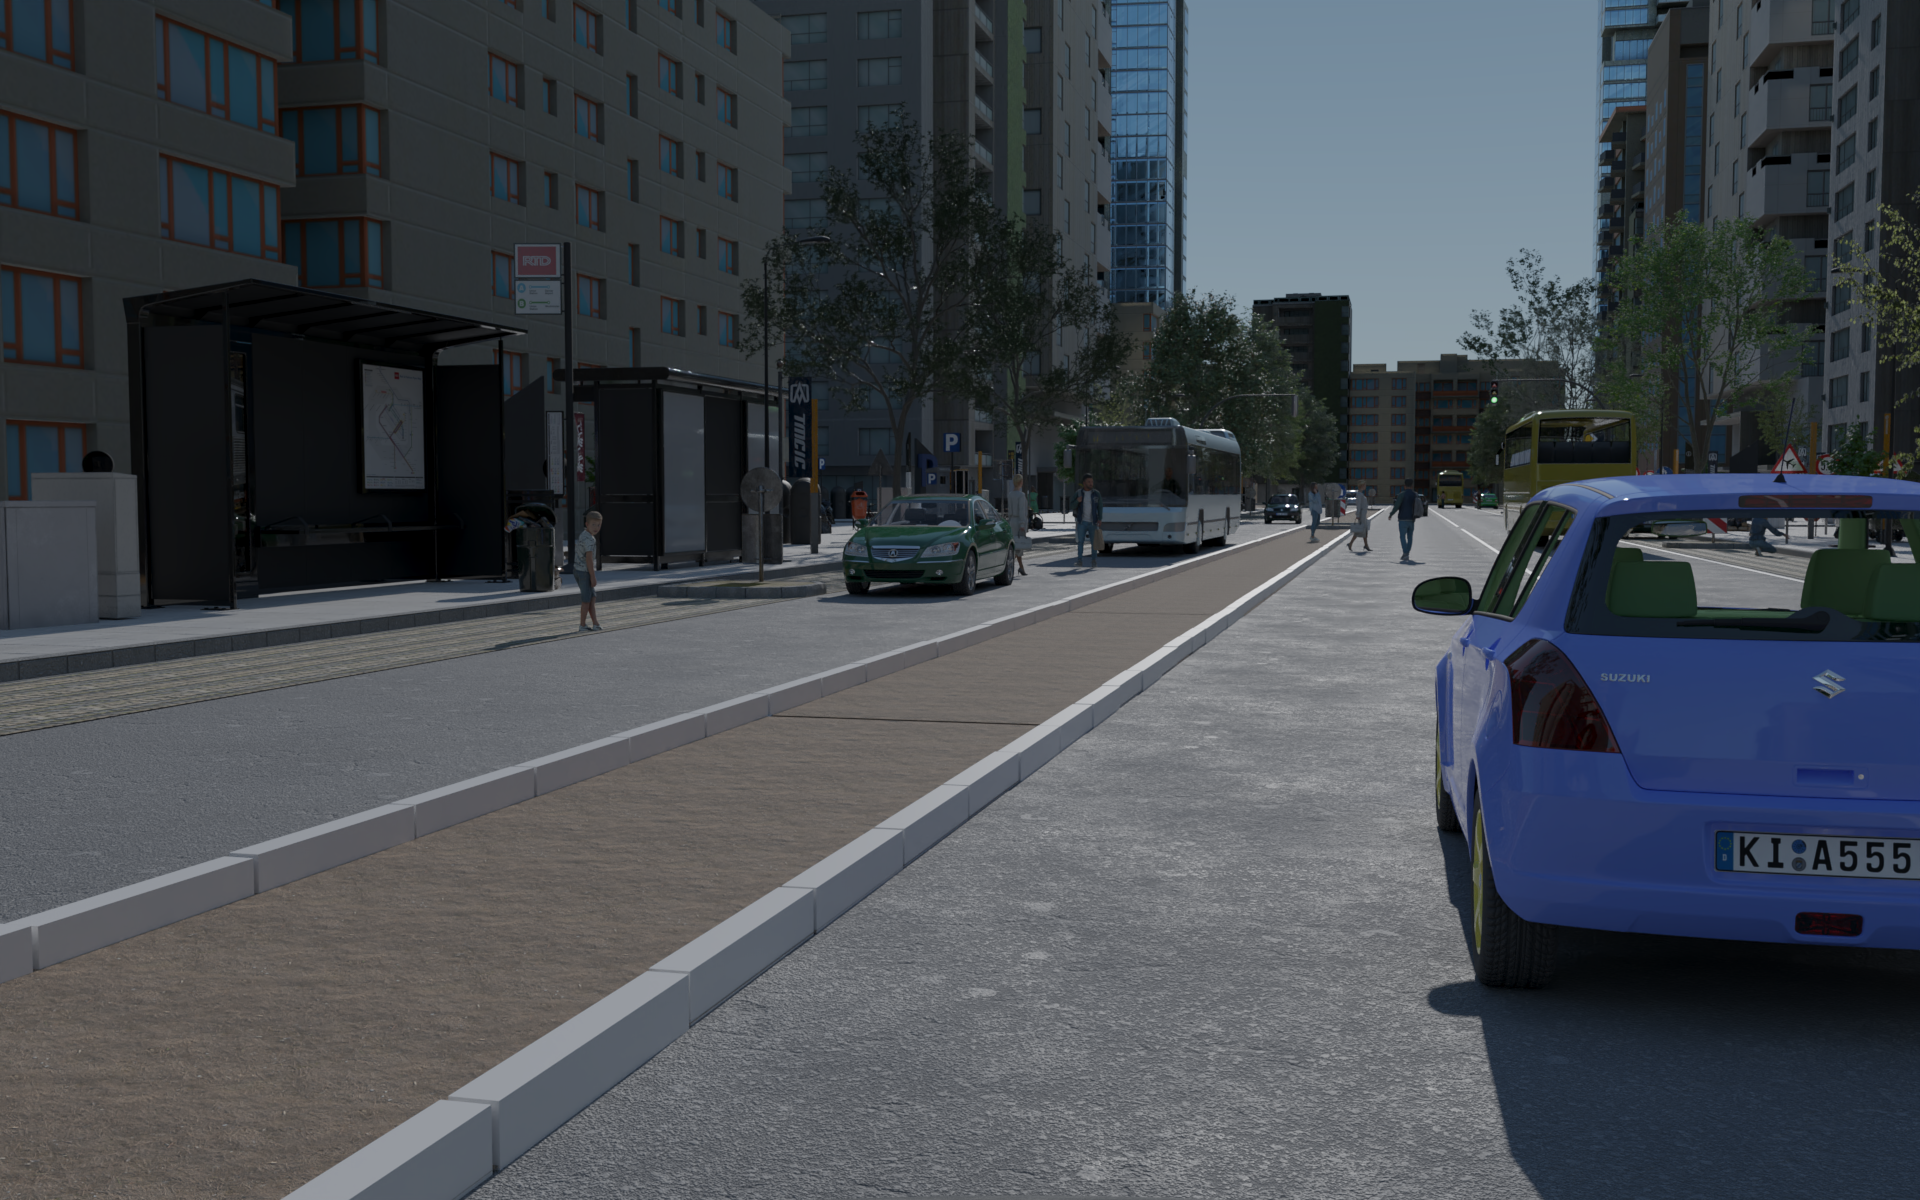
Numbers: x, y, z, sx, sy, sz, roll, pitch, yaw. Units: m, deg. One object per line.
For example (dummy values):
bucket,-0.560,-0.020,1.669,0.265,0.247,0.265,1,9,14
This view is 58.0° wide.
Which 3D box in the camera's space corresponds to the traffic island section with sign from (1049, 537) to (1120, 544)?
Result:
traffic island section with sign,3.763,-2.572,50.686,1.989,1.847,2.006,1,4,14

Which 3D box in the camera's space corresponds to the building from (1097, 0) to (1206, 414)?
building,15.237,-54.913,210.490,31.000,86.520,22.319,1,4,14

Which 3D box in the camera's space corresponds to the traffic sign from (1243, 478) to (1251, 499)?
traffic sign,21.968,-8.149,133.341,0.768,2.556,0.104,1,4,16

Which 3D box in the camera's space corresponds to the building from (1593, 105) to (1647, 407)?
building,82.365,-32.807,191.023,22.147,44.769,28.867,1,4,14

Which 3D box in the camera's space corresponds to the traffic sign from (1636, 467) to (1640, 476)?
traffic sign,29.847,-4.708,77.083,0.768,2.556,0.104,1,4,17

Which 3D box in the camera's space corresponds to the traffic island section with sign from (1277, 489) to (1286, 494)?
traffic island section with sign,24.172,-7.413,129.832,1.989,1.847,2.006,1,4,14

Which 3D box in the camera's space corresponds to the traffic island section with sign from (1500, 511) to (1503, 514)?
traffic island section with sign,40.423,-7.184,126.092,1.989,1.847,2.006,1,4,14

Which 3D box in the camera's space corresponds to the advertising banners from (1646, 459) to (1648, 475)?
advertising banners,34.311,-5.515,86.361,0.090,3.025,2.074,2,4,28

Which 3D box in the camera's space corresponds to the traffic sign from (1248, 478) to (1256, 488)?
traffic sign,22.480,-8.181,133.864,0.768,2.556,0.104,1,4,22

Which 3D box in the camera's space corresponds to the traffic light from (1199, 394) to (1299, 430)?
traffic light,13.044,-6.403,79.353,4.771,5.953,1.251,1,4,14

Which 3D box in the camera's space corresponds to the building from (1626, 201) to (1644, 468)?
building,73.036,-24.430,171.129,14.160,30.474,14.107,1,4,14

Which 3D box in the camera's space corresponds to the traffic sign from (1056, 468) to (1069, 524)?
traffic sign,4.460,-4.525,74.094,0.768,2.556,0.104,1,4,15

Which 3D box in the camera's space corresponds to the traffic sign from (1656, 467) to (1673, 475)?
traffic sign,32.582,-4.898,80.189,0.768,2.556,0.104,1,4,22

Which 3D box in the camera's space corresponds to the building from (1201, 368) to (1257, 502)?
building,30.235,-25.680,264.908,28.899,21.520,27.650,1,4,14

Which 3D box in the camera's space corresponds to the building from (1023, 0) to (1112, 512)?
building,-3.458,-33.234,132.616,28.713,52.752,27.495,1,4,14

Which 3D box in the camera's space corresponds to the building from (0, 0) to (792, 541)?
building,-23.757,-12.862,55.333,28.899,21.520,27.650,1,4,14

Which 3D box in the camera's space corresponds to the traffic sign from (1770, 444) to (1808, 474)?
traffic sign,21.328,-2.728,44.609,0.884,2.594,0.081,1,4,16

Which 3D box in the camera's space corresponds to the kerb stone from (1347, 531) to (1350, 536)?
kerb stone,12.411,-2.055,55.793,0.120,0.150,1.000,1,4,14

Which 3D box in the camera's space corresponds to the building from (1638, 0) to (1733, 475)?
building,69.990,-30.973,156.519,14.600,45.320,14.200,1,4,14

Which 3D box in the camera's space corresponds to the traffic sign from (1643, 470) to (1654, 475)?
traffic sign,36.851,-5.656,92.574,0.768,2.556,0.104,1,4,17

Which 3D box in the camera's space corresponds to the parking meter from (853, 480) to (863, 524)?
parking meter,-4.364,-4.191,74.233,0.399,1.863,0.255,-1,4,-21

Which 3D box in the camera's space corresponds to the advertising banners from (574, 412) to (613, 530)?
advertising banners,-8.024,-2.560,38.040,0.090,3.025,2.074,1,4,12

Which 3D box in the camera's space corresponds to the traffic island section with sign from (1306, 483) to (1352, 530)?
traffic island section with sign,15.234,-3.838,70.885,2.006,1.907,1.989,1,4,14

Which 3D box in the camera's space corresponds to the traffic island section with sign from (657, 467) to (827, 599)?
traffic island section with sign,-2.987,-0.976,24.586,1.989,1.847,2.006,1,4,14

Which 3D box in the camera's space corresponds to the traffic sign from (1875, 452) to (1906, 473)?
traffic sign,24.022,-2.744,44.875,0.884,2.594,0.081,1,4,20

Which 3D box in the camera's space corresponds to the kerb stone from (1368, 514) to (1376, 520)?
kerb stone,23.565,-4.697,99.034,0.120,0.150,1.000,1,4,14

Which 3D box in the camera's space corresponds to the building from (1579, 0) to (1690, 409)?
building,101.132,-56.817,241.625,31.000,86.520,22.319,1,4,14

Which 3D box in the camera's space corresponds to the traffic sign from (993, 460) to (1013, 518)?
traffic sign,1.266,-3.017,51.456,0.606,2.300,0.079,1,4,19

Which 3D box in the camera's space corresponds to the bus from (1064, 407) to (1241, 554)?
bus,5.266,-3.034,44.468,2.948,3.499,13.247,1,4,15

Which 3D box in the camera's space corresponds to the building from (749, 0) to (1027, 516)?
building,-4.422,-25.592,102.022,14.154,41.232,14.086,1,4,14

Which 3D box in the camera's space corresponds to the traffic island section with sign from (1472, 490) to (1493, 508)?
traffic island section with sign,52.971,-10.161,174.753,1.989,1.847,2.006,1,4,14

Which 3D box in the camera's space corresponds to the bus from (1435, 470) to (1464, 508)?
bus,50.936,-11.532,180.090,2.896,3.916,12.252,1,4,15

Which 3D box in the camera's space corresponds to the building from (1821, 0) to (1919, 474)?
building,52.972,-19.316,87.511,14.107,30.474,14.160,1,4,14

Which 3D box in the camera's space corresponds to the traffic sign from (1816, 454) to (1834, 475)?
traffic sign,27.354,-3.335,54.640,0.768,2.556,0.104,1,4,20

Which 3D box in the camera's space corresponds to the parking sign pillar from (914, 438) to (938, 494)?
parking sign pillar,-1.603,-5.838,83.929,1.447,3.967,1.447,3,5,44

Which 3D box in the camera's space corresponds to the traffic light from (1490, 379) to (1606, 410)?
traffic light,23.335,-5.727,68.297,4.771,5.953,1.251,1,4,14

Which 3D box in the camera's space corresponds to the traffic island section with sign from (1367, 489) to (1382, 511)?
traffic island section with sign,35.853,-8.727,150.824,2.006,1.907,1.989,1,4,14

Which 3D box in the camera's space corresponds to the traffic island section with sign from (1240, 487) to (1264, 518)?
traffic island section with sign,17.431,-5.817,103.730,1.989,1.847,2.006,1,4,14

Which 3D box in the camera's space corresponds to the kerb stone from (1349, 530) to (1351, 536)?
kerb stone,12.666,-2.116,56.791,0.120,0.150,1.000,1,4,14

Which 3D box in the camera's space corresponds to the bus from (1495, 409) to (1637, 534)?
bus,17.214,-3.556,49.689,2.896,3.916,12.252,1,4,14

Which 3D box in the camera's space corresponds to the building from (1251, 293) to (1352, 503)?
building,49.729,-29.391,252.247,14.107,30.474,14.160,1,4,14

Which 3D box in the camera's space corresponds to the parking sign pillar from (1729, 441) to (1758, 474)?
parking sign pillar,39.280,-6.018,86.861,1.447,3.967,1.447,2,4,25

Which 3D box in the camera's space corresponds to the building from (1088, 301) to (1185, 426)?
building,7.573,-20.084,173.418,27.650,21.520,28.899,1,4,14

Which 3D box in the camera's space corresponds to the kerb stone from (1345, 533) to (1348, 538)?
kerb stone,11.889,-1.931,53.803,0.120,0.150,1.000,1,4,14

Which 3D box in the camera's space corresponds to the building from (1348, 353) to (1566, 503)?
building,72.468,-25.049,254.591,28.899,21.520,27.650,1,4,14

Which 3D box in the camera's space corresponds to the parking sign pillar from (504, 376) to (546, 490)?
parking sign pillar,-10.082,-3.105,39.234,1.447,3.967,1.447,-3,4,-38

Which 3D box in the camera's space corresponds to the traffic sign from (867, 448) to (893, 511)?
traffic sign,-2.264,-3.015,49.295,0.884,2.594,0.081,1,4,22

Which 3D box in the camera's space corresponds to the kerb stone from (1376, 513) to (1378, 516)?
kerb stone,25.100,-5.064,104.995,0.120,0.150,1.000,1,4,14

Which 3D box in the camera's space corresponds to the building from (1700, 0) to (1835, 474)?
building,67.413,-32.347,118.112,28.713,52.752,27.495,1,4,14

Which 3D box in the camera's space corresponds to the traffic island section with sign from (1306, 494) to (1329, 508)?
traffic island section with sign,36.803,-10.411,178.843,1.989,1.847,2.006,1,4,14

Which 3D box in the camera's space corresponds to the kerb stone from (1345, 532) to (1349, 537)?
kerb stone,12.158,-1.991,54.803,0.120,0.150,1.000,1,4,14

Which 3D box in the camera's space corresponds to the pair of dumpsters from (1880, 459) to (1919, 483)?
pair of dumpsters,25.143,-2.749,47.432,1.574,2.255,4.437,1,4,14

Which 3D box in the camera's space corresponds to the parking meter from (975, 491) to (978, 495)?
parking meter,1.018,-5.227,93.870,0.372,1.533,0.369,0,3,0
